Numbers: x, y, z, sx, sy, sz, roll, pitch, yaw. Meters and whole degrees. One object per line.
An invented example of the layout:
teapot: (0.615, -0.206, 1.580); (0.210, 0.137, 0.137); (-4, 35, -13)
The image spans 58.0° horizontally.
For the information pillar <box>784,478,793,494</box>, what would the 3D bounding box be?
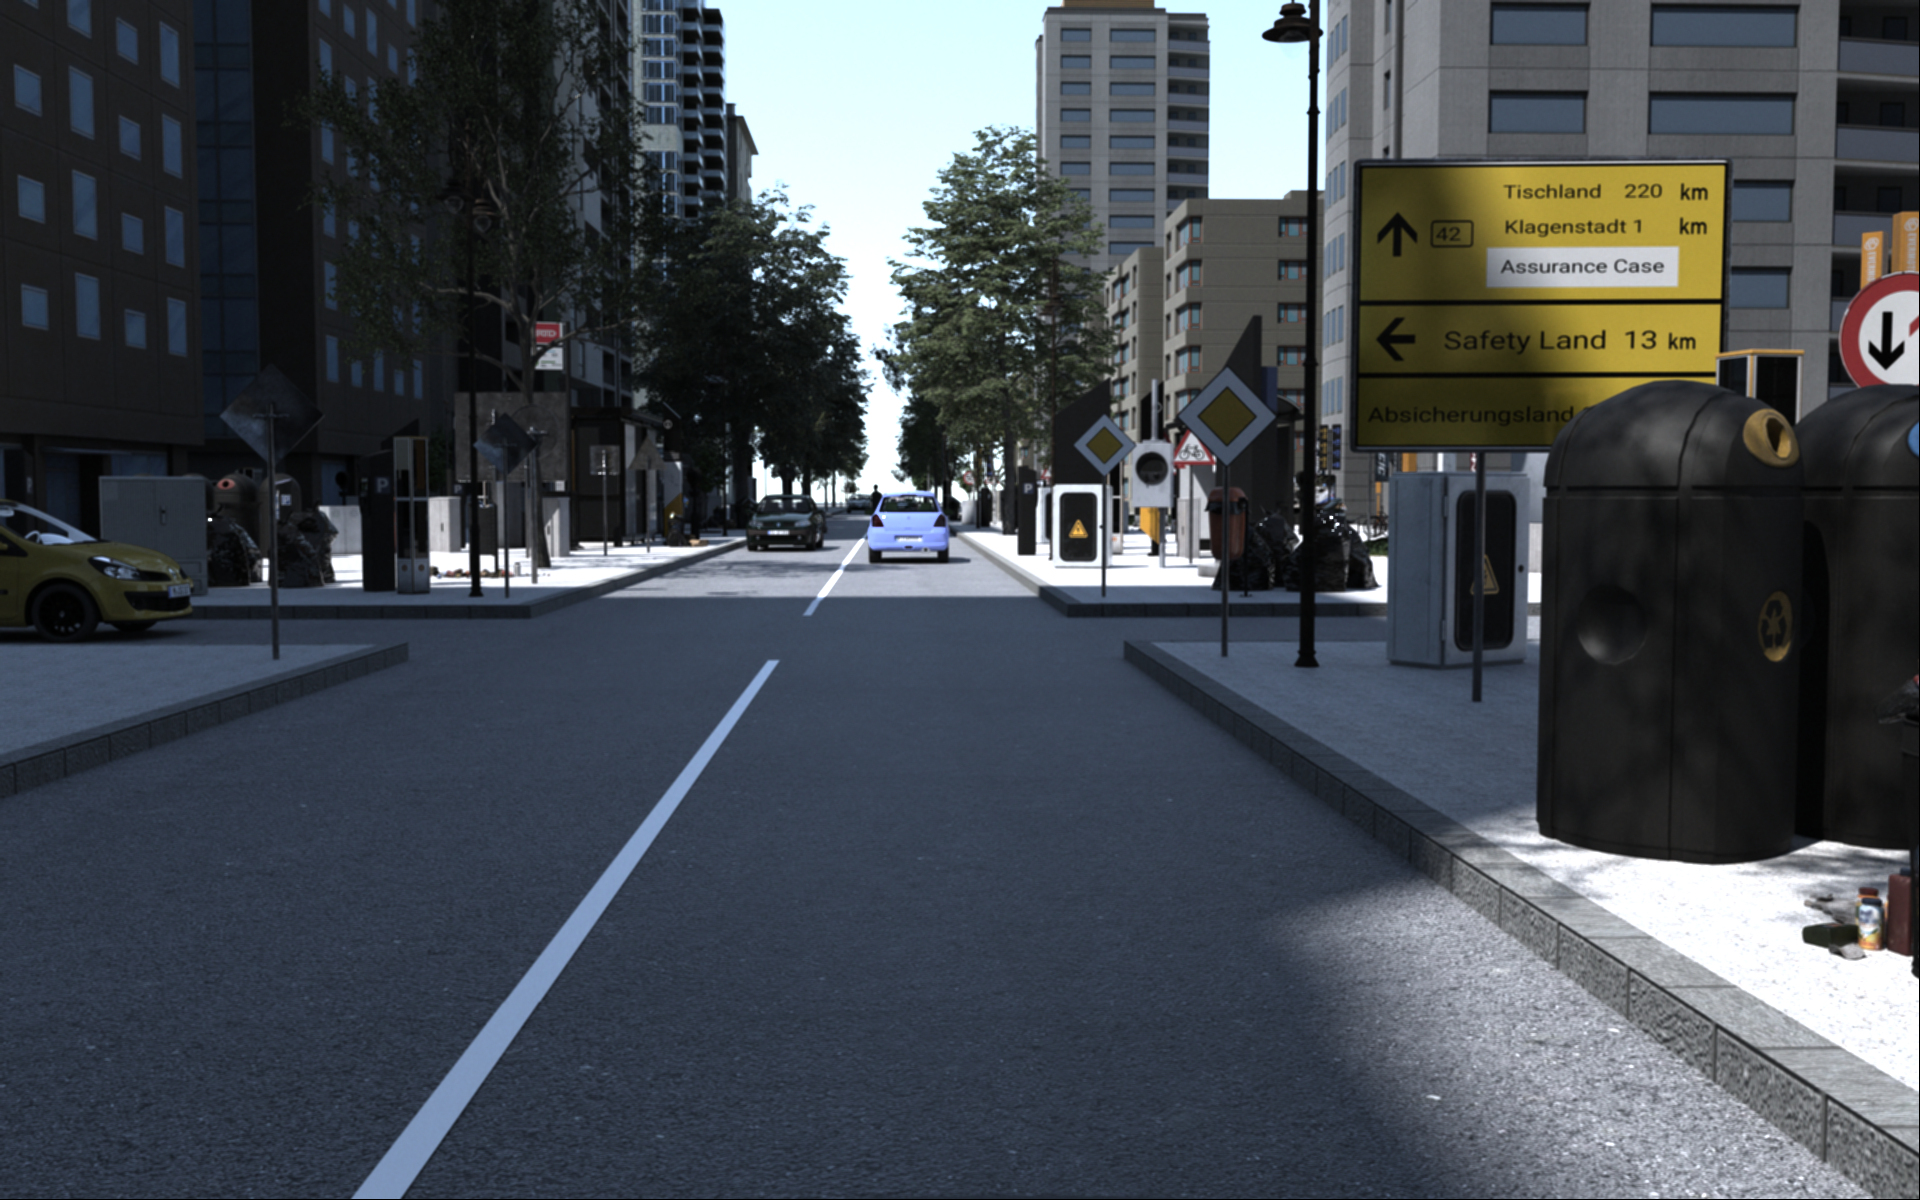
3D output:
information pillar: (-7.767, -4.518, 78.358); (0.304, 2.012, 0.304); (-2, 4, -32)

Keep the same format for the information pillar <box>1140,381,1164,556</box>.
information pillar: (3.979, -2.718, 35.799); (0.504, 3.616, 0.183); (0, 4, 3)

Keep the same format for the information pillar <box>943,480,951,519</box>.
information pillar: (-0.703, -5.290, 90.979); (0.304, 2.012, 0.304); (2, 4, 32)

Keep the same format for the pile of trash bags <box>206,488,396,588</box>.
pile of trash bags: (-9.194, -0.895, 24.391); (3.447, 1.369, 1.912); (0, 4, 4)

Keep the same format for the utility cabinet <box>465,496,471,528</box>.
utility cabinet: (-18.720, -3.298, 65.086); (1.020, 1.237, 0.306); (-2, 4, -24)

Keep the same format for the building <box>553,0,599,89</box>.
building: (-37.834, -31.745, 108.261); (28.713, 52.752, 27.495); (0, 4, -2)

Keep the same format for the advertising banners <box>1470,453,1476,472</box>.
advertising banners: (17.359, -3.740, 57.332); (0.090, 3.025, 2.074); (-1, 4, -11)

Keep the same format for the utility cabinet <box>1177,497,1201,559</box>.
utility cabinet: (4.593, -1.451, 34.884); (0.306, 1.237, 1.020); (0, 4, -3)

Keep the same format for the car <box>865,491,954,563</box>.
car: (-1.092, -1.688, 37.197); (1.945, 1.707, 3.694); (0, 4, -2)

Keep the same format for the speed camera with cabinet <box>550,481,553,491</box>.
speed camera with cabinet: (-19.042, -5.302, 81.020); (2.038, 3.252, 0.660); (3, 4, 38)

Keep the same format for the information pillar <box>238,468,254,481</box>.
information pillar: (-19.999, -2.695, 48.561); (0.304, 2.012, 0.304); (3, 4, 37)

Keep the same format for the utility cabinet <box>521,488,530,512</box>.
utility cabinet: (-15.332, -3.157, 60.294); (1.173, 1.500, 0.318); (3, 5, 39)

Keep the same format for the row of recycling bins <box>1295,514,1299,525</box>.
row of recycling bins: (13.791, -3.976, 72.119); (3.534, 1.692, 1.069); (3, 5, 42)

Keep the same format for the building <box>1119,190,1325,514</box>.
building: (26.521, -16.597, 116.393); (27.650, 21.520, 28.899); (0, 4, -2)

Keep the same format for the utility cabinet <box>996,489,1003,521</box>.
utility cabinet: (2.160, -4.469, 81.754); (0.318, 1.500, 1.173); (-2, 4, -31)

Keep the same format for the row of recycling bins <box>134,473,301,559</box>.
row of recycling bins: (-14.989, -1.691, 34.763); (3.534, 1.692, 1.069); (0, 4, 0)

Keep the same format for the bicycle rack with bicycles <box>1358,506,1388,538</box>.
bicycle rack with bicycles: (13.241, -2.354, 51.865); (2.925, 0.926, 2.852); (0, 4, -2)

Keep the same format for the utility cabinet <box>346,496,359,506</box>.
utility cabinet: (-18.568, -2.617, 53.945); (1.020, 1.237, 0.306); (1, 4, 11)

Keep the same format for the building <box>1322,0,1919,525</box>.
building: (26.516, -32.496, 73.307); (21.231, 58.520, 28.212); (0, 4, -2)

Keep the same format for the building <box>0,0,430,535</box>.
building: (-28.856, -25.324, 64.155); (14.600, 45.320, 14.200); (0, 4, -2)

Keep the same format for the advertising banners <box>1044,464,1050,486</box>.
advertising banners: (4.059, -5.815, 91.268); (0.090, 3.025, 2.074); (-3, 5, -40)

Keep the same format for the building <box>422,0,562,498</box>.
building: (-28.461, -19.269, 86.750); (14.160, 30.474, 14.107); (0, 4, -2)

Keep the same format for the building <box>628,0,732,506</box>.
building: (-38.238, -54.671, 206.549); (22.319, 86.520, 31.000); (0, 4, -2)

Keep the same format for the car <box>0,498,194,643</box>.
car: (-9.828, -0.436, 17.355); (3.980, 1.641, 2.015); (0, 4, -2)

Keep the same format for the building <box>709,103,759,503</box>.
building: (-42.650, -39.631, 237.199); (28.713, 52.752, 27.495); (0, 4, -2)

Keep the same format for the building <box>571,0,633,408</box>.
building: (-33.983, -42.435, 132.072); (20.563, 71.187, 20.611); (0, 4, -2)

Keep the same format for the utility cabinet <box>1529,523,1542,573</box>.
utility cabinet: (9.630, -1.022, 27.864); (0.306, 1.237, 1.020); (-3, 4, -38)

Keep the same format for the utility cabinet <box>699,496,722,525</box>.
utility cabinet: (-10.089, -3.586, 69.792); (1.020, 1.237, 0.306); (0, 4, -6)

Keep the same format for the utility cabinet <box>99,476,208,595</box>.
utility cabinet: (-10.060, -0.791, 21.620); (1.173, 1.500, 0.318); (-2, 4, -32)

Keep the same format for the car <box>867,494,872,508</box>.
car: (-8.828, -9.348, 162.618); (2.009, 1.686, 4.222); (0, 4, -4)

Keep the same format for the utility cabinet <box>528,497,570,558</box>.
utility cabinet: (-8.401, -1.476, 35.288); (1.020, 1.237, 0.306); (3, 4, 37)

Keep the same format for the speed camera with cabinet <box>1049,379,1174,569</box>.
speed camera with cabinet: (2.645, -2.174, 29.887); (2.038, 3.252, 0.660); (1, 4, 12)

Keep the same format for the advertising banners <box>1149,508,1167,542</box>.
advertising banners: (5.134, -3.019, 45.553); (0.090, 3.025, 2.074); (-1, 4, -8)

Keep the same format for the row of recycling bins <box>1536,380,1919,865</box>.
row of recycling bins: (3.929, 0.034, 6.564); (3.534, 1.692, 1.069); (0, 4, -6)

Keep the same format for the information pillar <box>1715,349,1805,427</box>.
information pillar: (4.123, -0.276, 8.997); (0.304, 2.012, 0.304); (-1, 4, -11)

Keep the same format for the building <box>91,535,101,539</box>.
building: (-28.677, -23.968, 41.989); (14.600, 45.320, 14.200); (0, 4, -2)

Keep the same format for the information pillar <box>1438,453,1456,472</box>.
information pillar: (7.621, -2.188, 27.122); (0.183, 3.616, 0.504); (3, 5, 41)

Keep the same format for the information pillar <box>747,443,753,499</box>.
information pillar: (-9.632, -5.341, 78.674); (0.504, 3.616, 0.183); (0, 4, -5)

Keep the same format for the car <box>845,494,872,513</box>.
car: (-7.618, -7.290, 130.986); (2.131, 1.459, 4.920); (0, 4, -2)

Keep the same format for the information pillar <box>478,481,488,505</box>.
information pillar: (-10.314, -2.000, 37.198); (0.304, 2.012, 0.304); (0, 4, -3)

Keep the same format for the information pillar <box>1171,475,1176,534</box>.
information pillar: (7.030, -3.164, 56.223); (0.304, 2.012, 0.304); (2, 4, 26)

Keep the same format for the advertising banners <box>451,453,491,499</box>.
advertising banners: (-20.773, -4.772, 74.212); (2.074, 3.025, 0.090); (0, 4, 3)

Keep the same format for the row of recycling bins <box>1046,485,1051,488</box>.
row of recycling bins: (3.868, -4.588, 82.120); (1.069, 1.692, 3.534); (1, 4, 15)

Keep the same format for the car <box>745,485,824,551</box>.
car: (-4.499, -2.142, 44.814); (2.009, 1.686, 4.222); (0, 4, 0)

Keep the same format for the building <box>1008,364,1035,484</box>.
building: (21.415, -24.324, 242.734); (27.650, 21.520, 28.899); (0, 4, -2)

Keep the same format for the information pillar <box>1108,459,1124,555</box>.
information pillar: (3.278, -1.956, 36.475); (0.304, 2.012, 0.304); (1, 4, 13)

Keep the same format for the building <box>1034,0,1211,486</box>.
building: (19.718, -41.041, 213.021); (21.231, 58.520, 28.212); (0, 4, -2)

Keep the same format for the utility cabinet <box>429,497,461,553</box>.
utility cabinet: (-11.398, -1.656, 38.245); (0.306, 1.237, 1.020); (-3, 5, -43)

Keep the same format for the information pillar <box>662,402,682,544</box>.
information pillar: (-7.362, -3.238, 44.298); (0.504, 3.616, 0.183); (1, 4, 16)

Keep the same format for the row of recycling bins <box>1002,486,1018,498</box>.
row of recycling bins: (2.368, -4.175, 75.378); (1.069, 1.692, 3.534); (0, 4, -4)

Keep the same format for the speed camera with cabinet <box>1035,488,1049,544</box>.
speed camera with cabinet: (2.792, -3.089, 44.839); (2.038, 3.252, 0.660); (-2, 4, -32)

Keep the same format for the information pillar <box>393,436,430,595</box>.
information pillar: (-7.029, -1.084, 22.220); (0.304, 2.012, 0.304); (2, 4, 28)

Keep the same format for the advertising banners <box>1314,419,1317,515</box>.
advertising banners: (8.150, -2.671, 39.857); (0.090, 3.025, 2.074); (1, 4, 15)

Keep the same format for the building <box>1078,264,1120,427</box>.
building: (25.169, -18.359, 145.208); (27.650, 21.520, 28.899); (0, 4, -2)

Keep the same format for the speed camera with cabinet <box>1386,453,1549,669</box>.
speed camera with cabinet: (4.210, -1.159, 13.291); (2.038, 3.252, 0.660); (-2, 4, -33)
